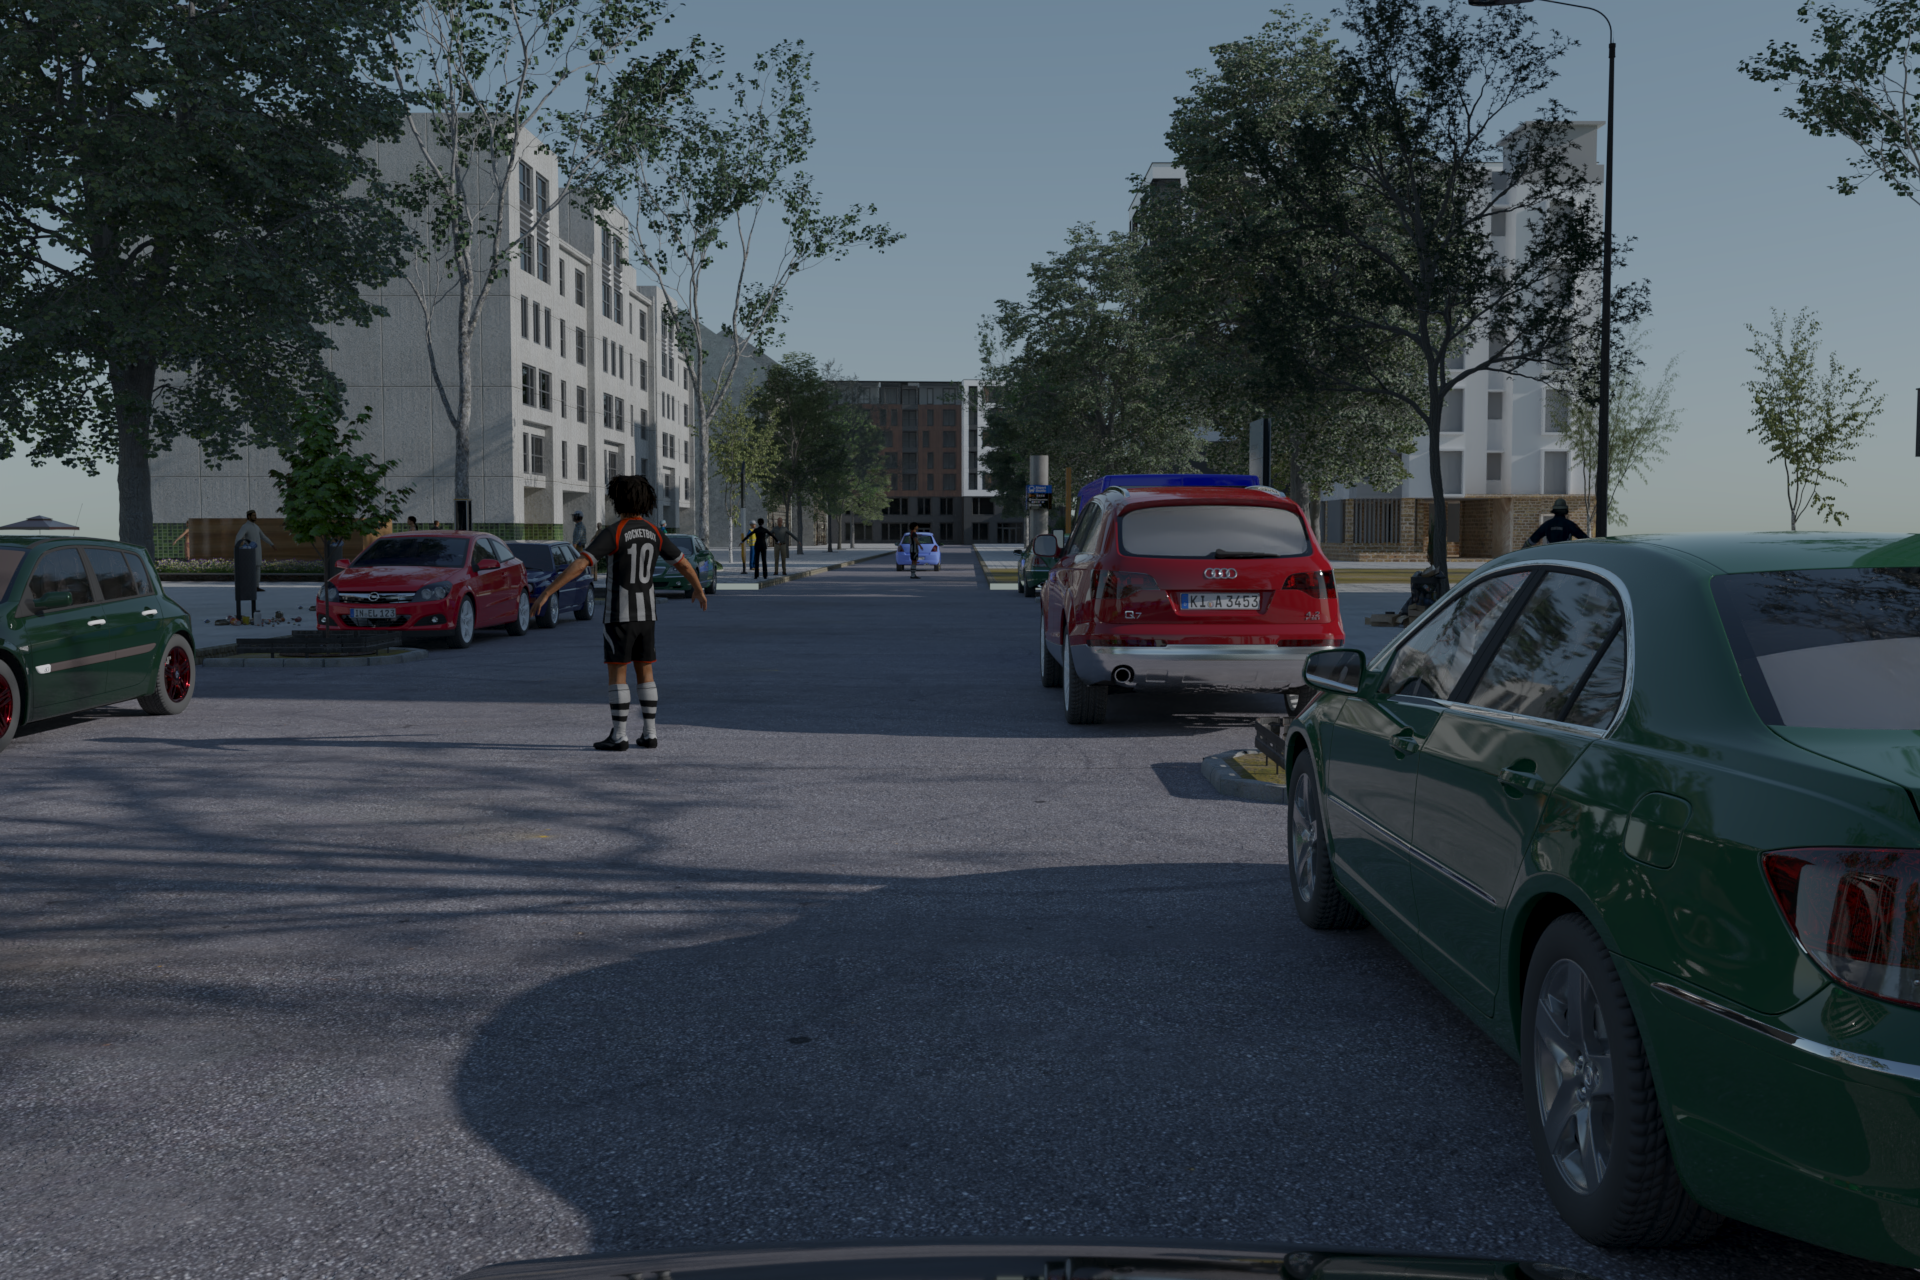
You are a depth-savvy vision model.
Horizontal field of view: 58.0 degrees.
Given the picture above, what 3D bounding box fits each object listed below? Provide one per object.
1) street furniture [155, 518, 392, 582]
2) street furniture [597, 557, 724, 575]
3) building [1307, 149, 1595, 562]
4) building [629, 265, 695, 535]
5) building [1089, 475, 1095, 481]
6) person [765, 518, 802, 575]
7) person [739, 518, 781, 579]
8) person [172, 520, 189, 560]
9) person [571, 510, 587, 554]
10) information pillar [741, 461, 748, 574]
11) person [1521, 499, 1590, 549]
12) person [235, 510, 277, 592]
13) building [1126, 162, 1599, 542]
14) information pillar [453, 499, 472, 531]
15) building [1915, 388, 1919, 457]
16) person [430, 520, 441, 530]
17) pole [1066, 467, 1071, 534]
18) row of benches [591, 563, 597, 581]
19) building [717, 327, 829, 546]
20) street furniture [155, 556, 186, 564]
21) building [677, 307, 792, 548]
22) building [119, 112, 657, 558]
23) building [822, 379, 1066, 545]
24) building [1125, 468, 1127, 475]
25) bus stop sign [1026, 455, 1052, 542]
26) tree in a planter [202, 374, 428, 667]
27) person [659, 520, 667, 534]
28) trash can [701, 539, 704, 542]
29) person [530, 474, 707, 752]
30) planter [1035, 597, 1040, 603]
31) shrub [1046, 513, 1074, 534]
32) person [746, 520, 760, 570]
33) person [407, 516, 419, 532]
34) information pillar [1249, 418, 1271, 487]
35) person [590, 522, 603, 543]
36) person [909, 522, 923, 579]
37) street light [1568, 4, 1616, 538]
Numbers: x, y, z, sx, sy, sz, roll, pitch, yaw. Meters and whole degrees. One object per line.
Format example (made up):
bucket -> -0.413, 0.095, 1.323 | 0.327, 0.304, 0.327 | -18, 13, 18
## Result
street furniture -> -20.311, -2.607, 49.479 | 9.812, 1.723, 11.010 | 0, 4, 6
street furniture -> -11.429, -2.642, 58.826 | 5.734, 0.657, 10.072 | 1, 4, 8
building -> 23.173, -14.386, 91.638 | 16.016, 20.090, 11.380 | 0, 4, 0
building -> -29.916, -15.730, 123.640 | 16.747, 18.905, 31.486 | 0, 4, 1
building -> 21.698, -16.943, 219.157 | 9.099, 9.664, 28.070 | 0, 3, 0
person -> -5.624, -2.927, 54.123 | 1.348, 1.796, 0.705 | 0, 4, -4
person -> -5.704, -2.611, 49.407 | 1.216, 1.740, 0.721 | -1, 4, -17
person -> -24.952, -3.006, 55.958 | 0.721, 1.733, 1.217 | 1, 4, 19
person -> -9.205, -2.194, 41.708 | 0.704, 1.849, 1.345 | -1, 4, -10
information pillar -> -6.926, -3.916, 55.381 | 0.183, 3.616, 0.504 | 0, 4, 1
person -> 9.580, -1.333, 27.664 | 1.351, 1.845, 0.704 | 2, 4, 35
person -> -15.661, -1.975, 38.385 | 0.704, 1.819, 1.344 | 1, 4, 16
building -> 24.536, -16.377, 111.742 | 27.936, 21.610, 32.646 | 0, 4, 0
information pillar -> -10.437, -1.952, 36.411 | 0.304, 2.012, 0.304 | 0, 4, 1
building -> 25.685, -13.989, 22.224 | 14.314, 27.812, 24.014 | 0, 4, 1
person -> -19.812, -3.634, 65.638 | 1.346, 1.802, 0.704 | 2, 4, 26
pole -> 3.319, -3.623, 53.081 | 0.158, 3.312, 0.155 | 0, 3, 0
row of benches -> -11.436, -1.858, 45.841 | 1.422, 0.672, 4.104 | 3, 5, 39
building -> -24.814, -22.167, 193.358 | 19.493, 23.208, 18.063 | 0, 4, 0
street furniture -> -23.477, -2.768, 60.876 | 10.072, 0.657, 5.734 | 1, 4, 13
building -> -27.210, -20.908, 172.781 | 19.493, 23.208, 18.063 | 0, 4, 1
building -> -27.013, -13.602, 88.848 | 16.747, 18.905, 31.486 | 0, 4, 1
building -> -2.883, -24.088, 240.274 | 32.646, 21.610, 27.936 | 0, 4, -5
building -> 19.784, -14.859, 185.086 | 9.099, 9.664, 28.070 | 0, 4, 1
bus stop sign -> 2.652, -4.233, 58.227 | 0.837, 3.901, 0.837 | 0, 4, -1
tree in a planter -> -7.171, -1.365, 19.538 | 1.991, 3.239, 1.994 | 0, 4, 0
person -> -11.325, -3.675, 66.207 | 0.704, 1.817, 1.347 | -2, 4, -34
trash can -> -7.850, -2.391, 50.749 | 0.748, 1.137, 0.748 | 0, 3, 0
person -> -2.209, -0.179, 11.523 | 1.345, 1.843, 0.704 | -3, 5, -43
planter -> 2.592, -0.947, 36.617 | 1.991, 0.319, 1.994 | 0, 4, 1
shrub -> 3.527, -3.172, 56.283 | 1.690, 2.028, 1.600 | 0, 3, 0
person -> -7.308, -3.385, 61.803 | 0.721, 1.772, 1.216 | 1, 4, 22
person -> -13.745, -2.223, 43.159 | 0.721, 1.737, 1.217 | -1, 4, -10
information pillar -> 6.200, -2.725, 35.876 | 0.184, 3.620, 1.656 | 0, 4, 0
person -> -16.362, -4.428, 78.520 | 0.705, 1.813, 1.348 | -3, 5, -39
person -> -1.443, -2.869, 55.511 | 0.704, 1.843, 1.345 | -1, 4, -16
street light -> 6.111, -2.593, 14.934 | 1.470, 5.913, 1.316 | 0, 4, 0
